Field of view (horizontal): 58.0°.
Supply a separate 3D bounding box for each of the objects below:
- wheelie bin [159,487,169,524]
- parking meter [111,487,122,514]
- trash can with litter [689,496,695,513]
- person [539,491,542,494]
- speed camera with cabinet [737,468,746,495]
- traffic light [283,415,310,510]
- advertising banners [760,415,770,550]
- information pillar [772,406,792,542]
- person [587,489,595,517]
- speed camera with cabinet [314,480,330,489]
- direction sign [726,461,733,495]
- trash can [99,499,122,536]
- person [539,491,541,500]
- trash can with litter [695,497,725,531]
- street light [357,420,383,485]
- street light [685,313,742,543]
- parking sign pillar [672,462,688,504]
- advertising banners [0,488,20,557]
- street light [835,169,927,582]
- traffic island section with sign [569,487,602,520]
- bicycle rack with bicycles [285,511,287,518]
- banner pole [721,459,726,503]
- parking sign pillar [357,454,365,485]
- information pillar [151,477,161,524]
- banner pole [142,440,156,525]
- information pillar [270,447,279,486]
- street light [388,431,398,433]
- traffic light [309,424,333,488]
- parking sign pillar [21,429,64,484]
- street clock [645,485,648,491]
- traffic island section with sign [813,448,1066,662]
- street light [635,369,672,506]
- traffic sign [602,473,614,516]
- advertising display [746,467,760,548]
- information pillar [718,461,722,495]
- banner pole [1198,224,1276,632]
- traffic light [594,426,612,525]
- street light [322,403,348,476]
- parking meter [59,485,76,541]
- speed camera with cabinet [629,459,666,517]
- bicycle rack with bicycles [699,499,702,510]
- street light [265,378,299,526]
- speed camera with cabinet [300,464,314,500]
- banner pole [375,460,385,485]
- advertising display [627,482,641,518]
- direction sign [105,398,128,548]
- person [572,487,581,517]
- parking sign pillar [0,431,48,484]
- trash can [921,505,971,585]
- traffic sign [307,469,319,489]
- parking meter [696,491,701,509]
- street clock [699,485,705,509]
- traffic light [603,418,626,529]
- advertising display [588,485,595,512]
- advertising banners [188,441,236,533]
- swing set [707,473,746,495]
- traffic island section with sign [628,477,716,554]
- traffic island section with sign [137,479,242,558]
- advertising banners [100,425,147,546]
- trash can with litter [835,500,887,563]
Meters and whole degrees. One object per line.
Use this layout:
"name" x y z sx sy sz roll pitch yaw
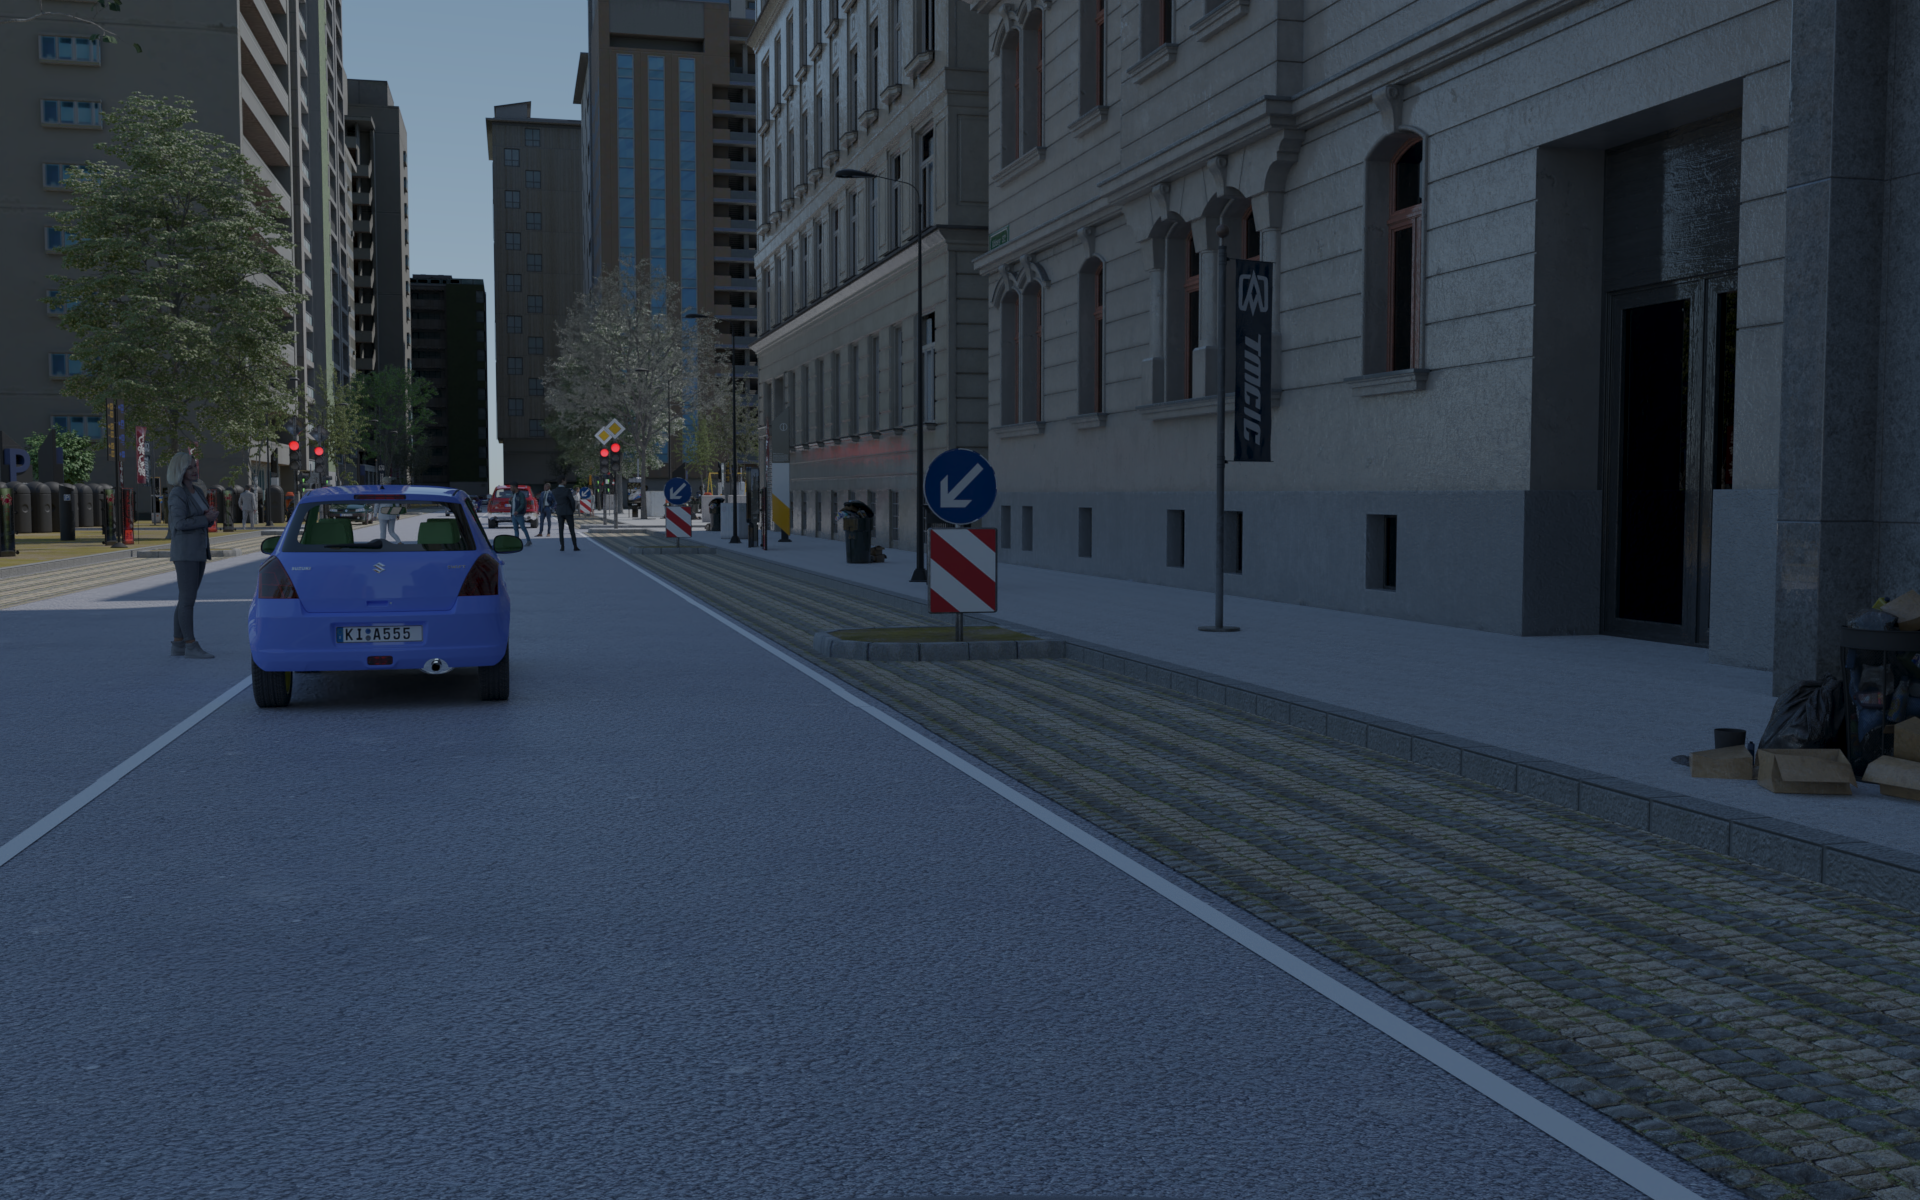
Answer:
"wheelie bin" -34.103 -4.100 74.943 0.980 1.594 0.693 -2 4 -28
"parking meter" -28.293 -3.040 58.117 0.372 1.533 0.369 0 3 0
"trash can with litter" -17.108 -6.215 113.001 1.055 1.170 0.624 -3 5 -39
"person" -46.205 -11.163 191.035 1.348 1.821 0.705 0 4 -8
"speed camera with cabinet" -16.238 -8.358 130.996 0.660 3.252 2.038 2 4 33
"traffic light" -23.461 -4.422 61.221 0.839 4.253 0.868 -1 4 -14
"advertising banners" -4.456 -2.651 39.536 0.090 3.025 2.074 -1 4 -10
"information pillar" -4.766 -3.357 46.247 0.504 3.616 0.183 0 4 8
"person" -20.925 -5.427 98.231 0.512 1.701 0.522 1 4 12
"speed camera with cabinet" -40.041 -7.069 109.910 2.038 3.252 0.660 3 5 44
"direction sign" -15.460 -7.635 116.832 0.876 3.537 0.379 2 4 33
"trash can" -25.642 -2.493 52.419 0.748 1.137 0.748 0 3 0
"person" -43.636 -10.425 179.744 0.721 1.735 1.217 0 4 5
"trash can with litter" -8.531 -2.959 59.768 0.624 1.170 1.055 -2 4 -34
"street light" -37.111 -8.312 108.438 1.470 5.913 1.316 -1 4 -14
"street light" -6.380 -4.420 44.809 1.470 5.913 1.316 -1 4 -14
"parking sign pillar" -23.416 -9.569 144.927 1.447 3.967 1.447 2 4 24
"advertising banners" -19.543 -2.346 34.543 0.090 3.025 2.074 0 4 8
"street light" -1.106 -3.211 25.047 1.470 5.913 1.316 -1 4 -14
"traffic island section with sign" -20.872 -5.334 95.838 1.989 1.847 2.006 -1 4 -14
"bicycle rack with bicycles" -33.960 -4.313 83.893 2.925 0.926 2.852 0 4 8
"banner pole" -16.726 -8.108 122.581 0.401 3.779 0.863 1 4 15
"parking sign pillar" -40.637 -7.890 117.470 1.447 3.967 1.447 -1 4 -22
"information pillar" -35.052 -4.343 75.494 0.304 2.012 0.304 -3 5 -44
"banner pole" -33.157 -4.945 70.862 0.863 3.779 0.401 2 4 23
"information pillar" -34.418 -5.852 87.035 0.504 3.616 0.183 2 4 30
"street light" -42.304 -9.518 128.166 1.470 5.913 1.316 -1 4 -14
"traffic light" -25.450 -4.895 68.956 0.839 4.253 0.868 -1 4 -14
"parking sign pillar" -37.843 -5.115 72.107 1.447 3.967 1.447 3 4 37
"street clock" -25.980 -8.470 143.047 0.358 2.002 0.471 2 4 31
"traffic island section with sign" -0.283 -0.433 15.709 1.989 1.847 2.006 -1 4 -14
"street light" -11.338 -5.614 64.332 1.470 5.913 1.316 -1 4 -14
"traffic sign" -20.695 -6.250 102.188 0.884 2.594 0.081 -1 4 -12
"advertising display" -4.997 -2.239 41.821 0.123 1.923 0.974 0 4 6
"information pillar" -17.216 -8.123 124.170 0.183 3.616 0.504 -2 4 -31
"banner pole" 2.632 -1.607 16.295 0.863 3.779 0.401 -2 4 -32
"traffic light" -14.739 -5.064 71.715 0.839 4.253 0.868 -1 4 -14
"street light" -31.995 -7.102 88.663 1.470 5.913 1.316 -1 4 -14
"parking meter" -24.567 -2.400 47.651 0.372 1.533 0.369 0 3 0
"speed camera with cabinet" -17.558 -6.293 97.219 2.038 3.252 0.660 -3 5 -41
"bicycle rack with bicycles" -20.658 -7.809 141.063 2.852 0.926 2.925 0 4 -3
"street light" -27.051 -5.908 69.137 1.470 5.913 1.316 -1 4 -14
"speed camera with cabinet" -42.794 -7.248 112.847 0.660 3.252 2.038 3 4 38
"banner pole" -41.975 -8.274 125.291 0.863 3.779 0.401 0 4 -8
"advertising display" -17.745 -5.464 94.556 0.974 1.923 0.123 2 4 30
"direction sign" -20.057 -3.010 41.205 0.379 3.537 0.876 0 4 -1
"person" -21.974 -5.534 99.075 0.850 1.850 0.679 2 4 27
"parking sign pillar" -40.437 -5.247 74.259 1.447 3.967 1.447 1 4 17
"trash can" -0.149 -0.715 23.339 0.748 1.137 0.748 0 3 0
"traffic sign" -31.496 -5.182 84.729 0.884 2.594 0.081 -1 4 -8
"parking meter" -22.313 -8.529 147.853 0.372 1.533 0.369 0 3 0
"street clock" -21.419 -8.523 143.928 0.358 2.002 0.471 2 4 32
"traffic light" -12.751 -4.591 63.981 0.839 4.253 0.868 -1 4 -14
"advertising display" -26.011 -7.157 122.230 0.123 1.923 0.974 -2 4 -33
"advertising banners" -24.915 -3.758 57.627 0.090 3.025 2.074 1 4 20
"swing set" -16.966 -7.969 127.905 3.119 2.851 2.862 -1 4 -21
"traffic island section with sign" -6.984 -2.030 41.821 1.989 1.847 2.006 -1 4 -14
"traffic island section with sign" -17.605 -1.899 39.673 1.989 1.847 2.006 -1 4 -14
"advertising banners" -21.051 -2.906 43.701 0.090 3.025 2.074 0 4 5
"trash can with litter" -1.818 -1.276 32.251 0.624 1.170 1.055 2 4 26
